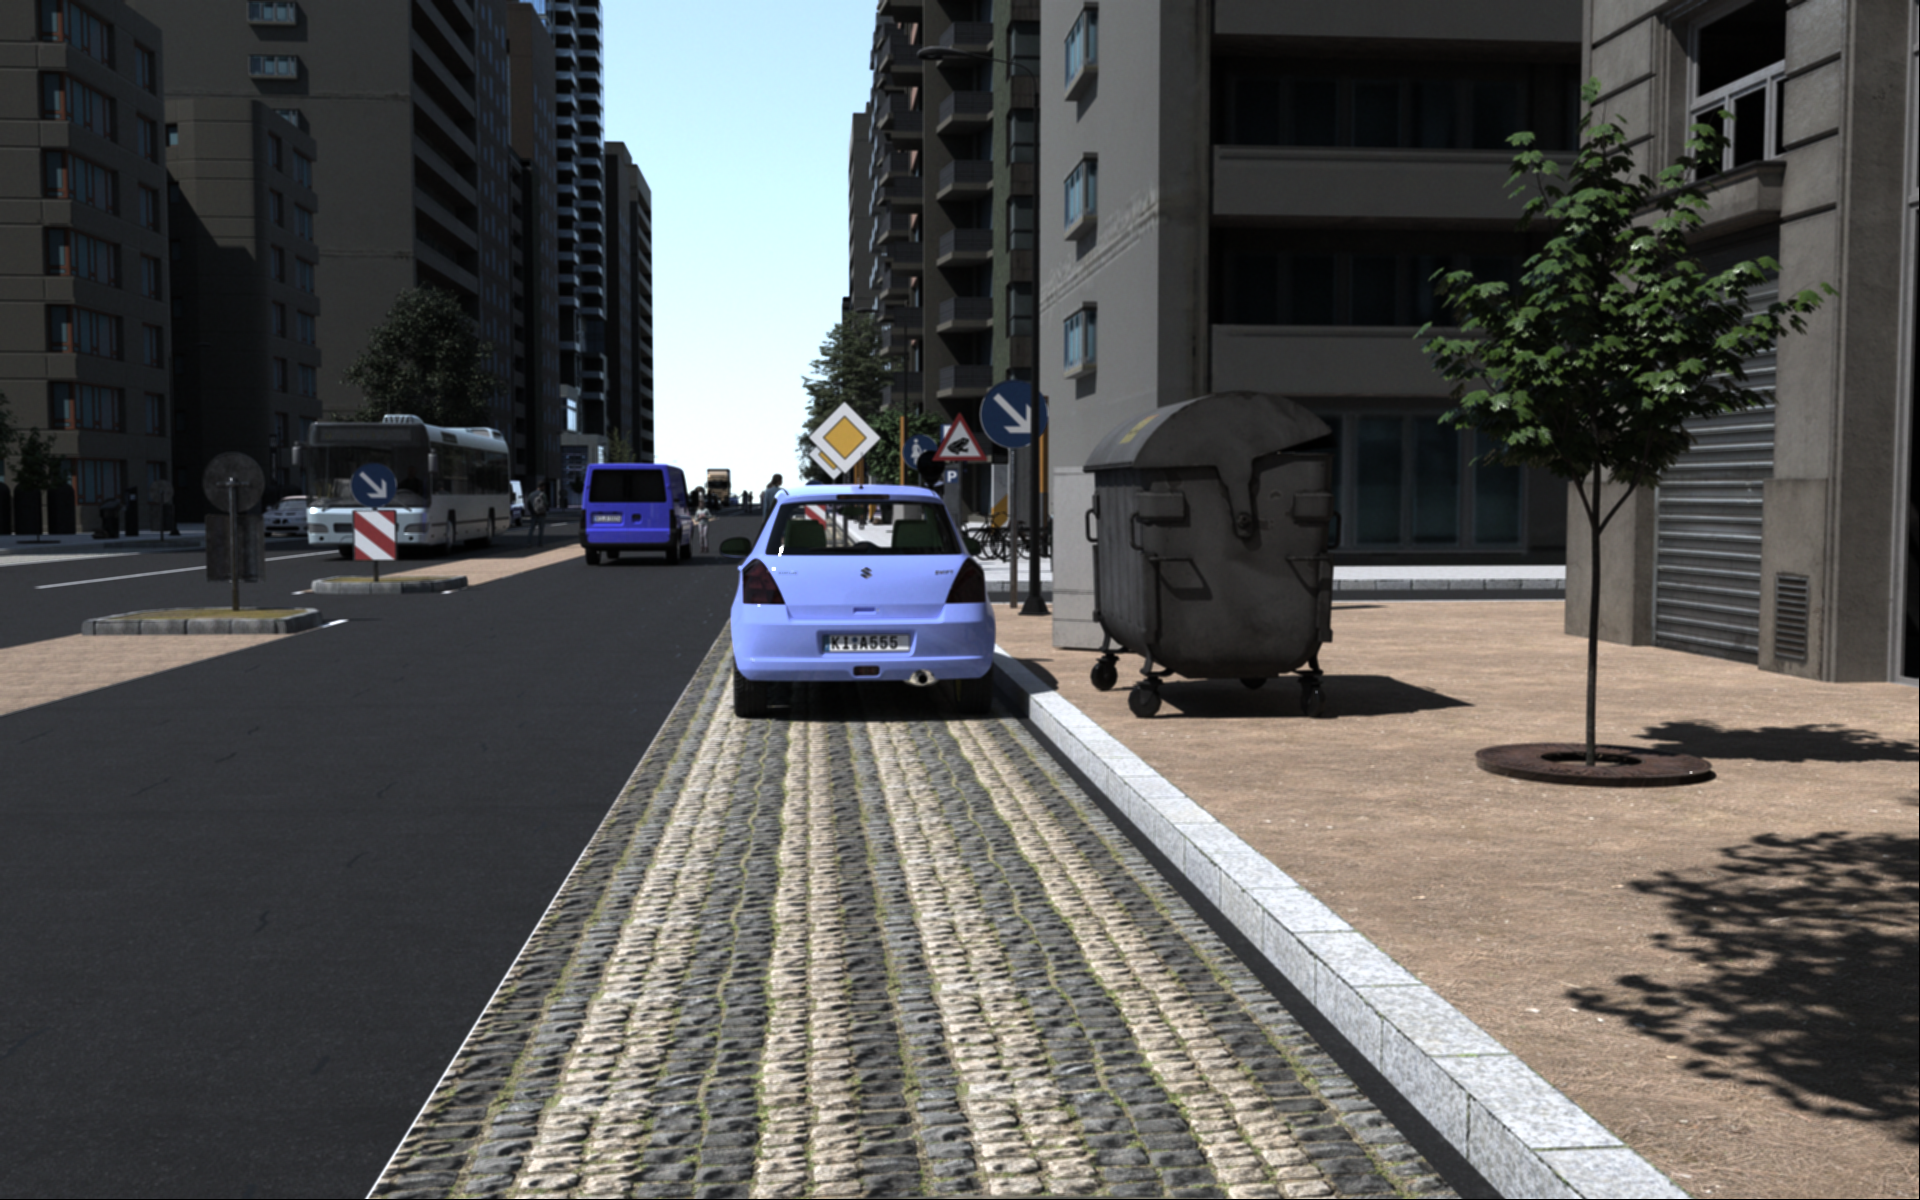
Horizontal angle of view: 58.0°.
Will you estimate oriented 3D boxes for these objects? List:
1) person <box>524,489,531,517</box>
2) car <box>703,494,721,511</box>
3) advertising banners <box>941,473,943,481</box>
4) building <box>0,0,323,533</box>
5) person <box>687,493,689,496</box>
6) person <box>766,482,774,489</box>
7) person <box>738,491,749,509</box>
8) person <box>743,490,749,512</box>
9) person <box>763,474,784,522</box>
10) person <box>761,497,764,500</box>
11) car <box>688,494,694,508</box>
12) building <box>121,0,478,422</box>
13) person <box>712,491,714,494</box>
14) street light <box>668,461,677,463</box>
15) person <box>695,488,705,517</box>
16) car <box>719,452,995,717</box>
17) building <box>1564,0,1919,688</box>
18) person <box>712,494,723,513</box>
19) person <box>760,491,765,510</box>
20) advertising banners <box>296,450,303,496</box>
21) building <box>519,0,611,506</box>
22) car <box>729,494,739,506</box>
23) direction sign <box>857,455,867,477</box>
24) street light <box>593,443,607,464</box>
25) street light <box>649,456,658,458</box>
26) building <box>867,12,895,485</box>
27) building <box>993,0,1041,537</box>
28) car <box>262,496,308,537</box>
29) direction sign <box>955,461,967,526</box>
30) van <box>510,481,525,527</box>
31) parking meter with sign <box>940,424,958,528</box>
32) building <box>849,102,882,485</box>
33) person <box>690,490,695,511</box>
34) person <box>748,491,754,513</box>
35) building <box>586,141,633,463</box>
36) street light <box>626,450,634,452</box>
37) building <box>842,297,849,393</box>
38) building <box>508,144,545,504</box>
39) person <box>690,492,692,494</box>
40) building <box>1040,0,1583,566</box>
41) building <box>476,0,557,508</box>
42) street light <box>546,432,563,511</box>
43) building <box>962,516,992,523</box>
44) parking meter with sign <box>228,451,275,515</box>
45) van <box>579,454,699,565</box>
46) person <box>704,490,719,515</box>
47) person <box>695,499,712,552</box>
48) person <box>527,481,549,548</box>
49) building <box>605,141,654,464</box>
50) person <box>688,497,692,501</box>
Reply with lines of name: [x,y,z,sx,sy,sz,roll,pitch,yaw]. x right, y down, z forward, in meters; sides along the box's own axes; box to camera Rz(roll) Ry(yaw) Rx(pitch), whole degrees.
person: [-26.349,-5.897,105.590,0.621,1.740,0.551,-2,4,-30]
car: [-21.777,-8.620,150.727,2.009,1.686,4.222,0,4,-4]
advertising banners: [-0.600,-3.321,50.485,0.090,3.025,2.074,0,4,6]
building: [-43.965,-13.733,69.568,27.650,21.520,28.899,0,4,-5]
person: [-12.154,-4.125,76.532,0.643,1.750,0.593,-3,5,-45]
person: [-4.624,-2.031,42.462,0.466,1.731,0.760,1,4,20]
person: [-20.132,-9.329,161.547,1.217,1.766,0.721,0,4,-3]
person: [-17.508,-8.091,141.463,0.551,1.740,0.621,1,4,12]
person: [-3.548,-1.523,33.431,0.581,1.822,0.654,1,4,13]
person: [-14.897,-7.664,134.491,1.217,1.739,0.721,-2,4,-26]
car: [-24.560,-9.093,160.465,2.131,1.459,4.920,0,4,-6]
building: [-43.016,-29.659,108.628,21.300,48.544,21.600,0,4,-5]
person: [-25.107,-10.235,176.399,0.434,1.755,0.990,-1,4,-23]
street light: [-40.286,-16.500,242.309,1.470,5.913,1.316,0,4,-5]
person: [-14.537,-5.373,96.568,0.478,1.798,0.641,3,4,38]
car: [-0.764,-0.175,12.454,1.945,1.707,3.694,0,4,-6]
building: [14.021,-10.298,1.659,16.112,22.955,30.059,0,4,-5]
person: [-18.734,-7.401,132.769,1.065,1.426,0.557,1,4,11]
person: [-18.167,-9.207,159.704,0.551,1.740,0.621,-3,5,-40]
advertising banners: [-25.261,-4.284,66.224,0.090,3.025,2.074,-2,4,-26]
building: [-51.448,-54.168,198.311,22.319,86.520,31.000,0,4,-5]
car: [-27.807,-12.298,210.661,1.945,1.707,3.694,0,4,-7]
direction sign: [-4.577,-5.366,79.728,0.379,3.537,0.876,3,4,36]
street light: [-32.957,-11.365,158.356,1.470,5.913,1.316,0,4,-5]
street light: [-37.755,-14.682,212.595,1.470,5.913,1.316,0,4,-5]
building: [3.083,-33.053,160.022,23.786,49.044,30.456,0,4,-5]
building: [7.869,-17.510,57.991,14.160,30.474,14.107,0,4,-5]
car: [-22.526,-2.873,59.341,2.083,1.381,4.827,0,4,-5]
direction sign: [0.041,-4.767,69.944,0.379,3.537,0.876,2,4,34]
van: [-20.496,-4.399,76.301,2.240,2.365,5.245,0,4,-7]
parking meter with sign: [-0.221,-2.823,42.416,0.543,3.016,1.738,0,3,0]
building: [-2.615,-35.952,211.516,21.300,48.544,21.600,0,4,-5]
person: [-22.851,-8.489,147.749,0.568,1.767,0.683,1,4,13]
person: [-15.825,-7.425,131.360,0.415,1.643,0.593,-2,4,-35]
building: [-49.907,-34.999,222.348,14.600,45.320,14.200,0,4,-5]
street light: [-35.194,-12.927,183.903,1.470,5.913,1.316,0,4,-5]
building: [-10.265,-29.457,253.329,14.160,30.474,14.107,0,4,-5]
building: [-42.476,-22.668,142.320,14.160,30.474,14.107,0,4,-5]
person: [-34.251,-12.963,220.967,0.721,1.766,1.217,1,4,21]
building: [12.867,-25.432,39.513,21.600,48.544,21.300,0,4,-5]
building: [-44.222,-30.945,156.065,14.600,45.320,14.200,0,4,-5]
street light: [-30.366,-9.607,129.621,1.470,5.913,1.316,0,4,-5]
building: [7.201,-26.498,87.864,22.147,44.769,28.867,0,4,-5]
parking meter with sign: [-28.828,-4.543,70.537,1.738,3.016,0.543,-2,4,-28]
van: [-6.779,-1.982,36.787,2.240,2.365,5.245,0,4,-5]
person: [-16.787,-6.551,116.336,1.217,1.735,0.721,1,4,14]
person: [-6.314,-1.827,42.649,0.425,1.301,0.394,0,4,-6]
person: [-11.204,-2.273,46.018,0.623,1.781,0.721,0,4,1]
building: [-54.366,-37.730,240.593,21.300,48.544,21.600,0,4,-5]
person: [-21.609,-7.779,135.714,0.705,1.821,1.348,3,5,42]
